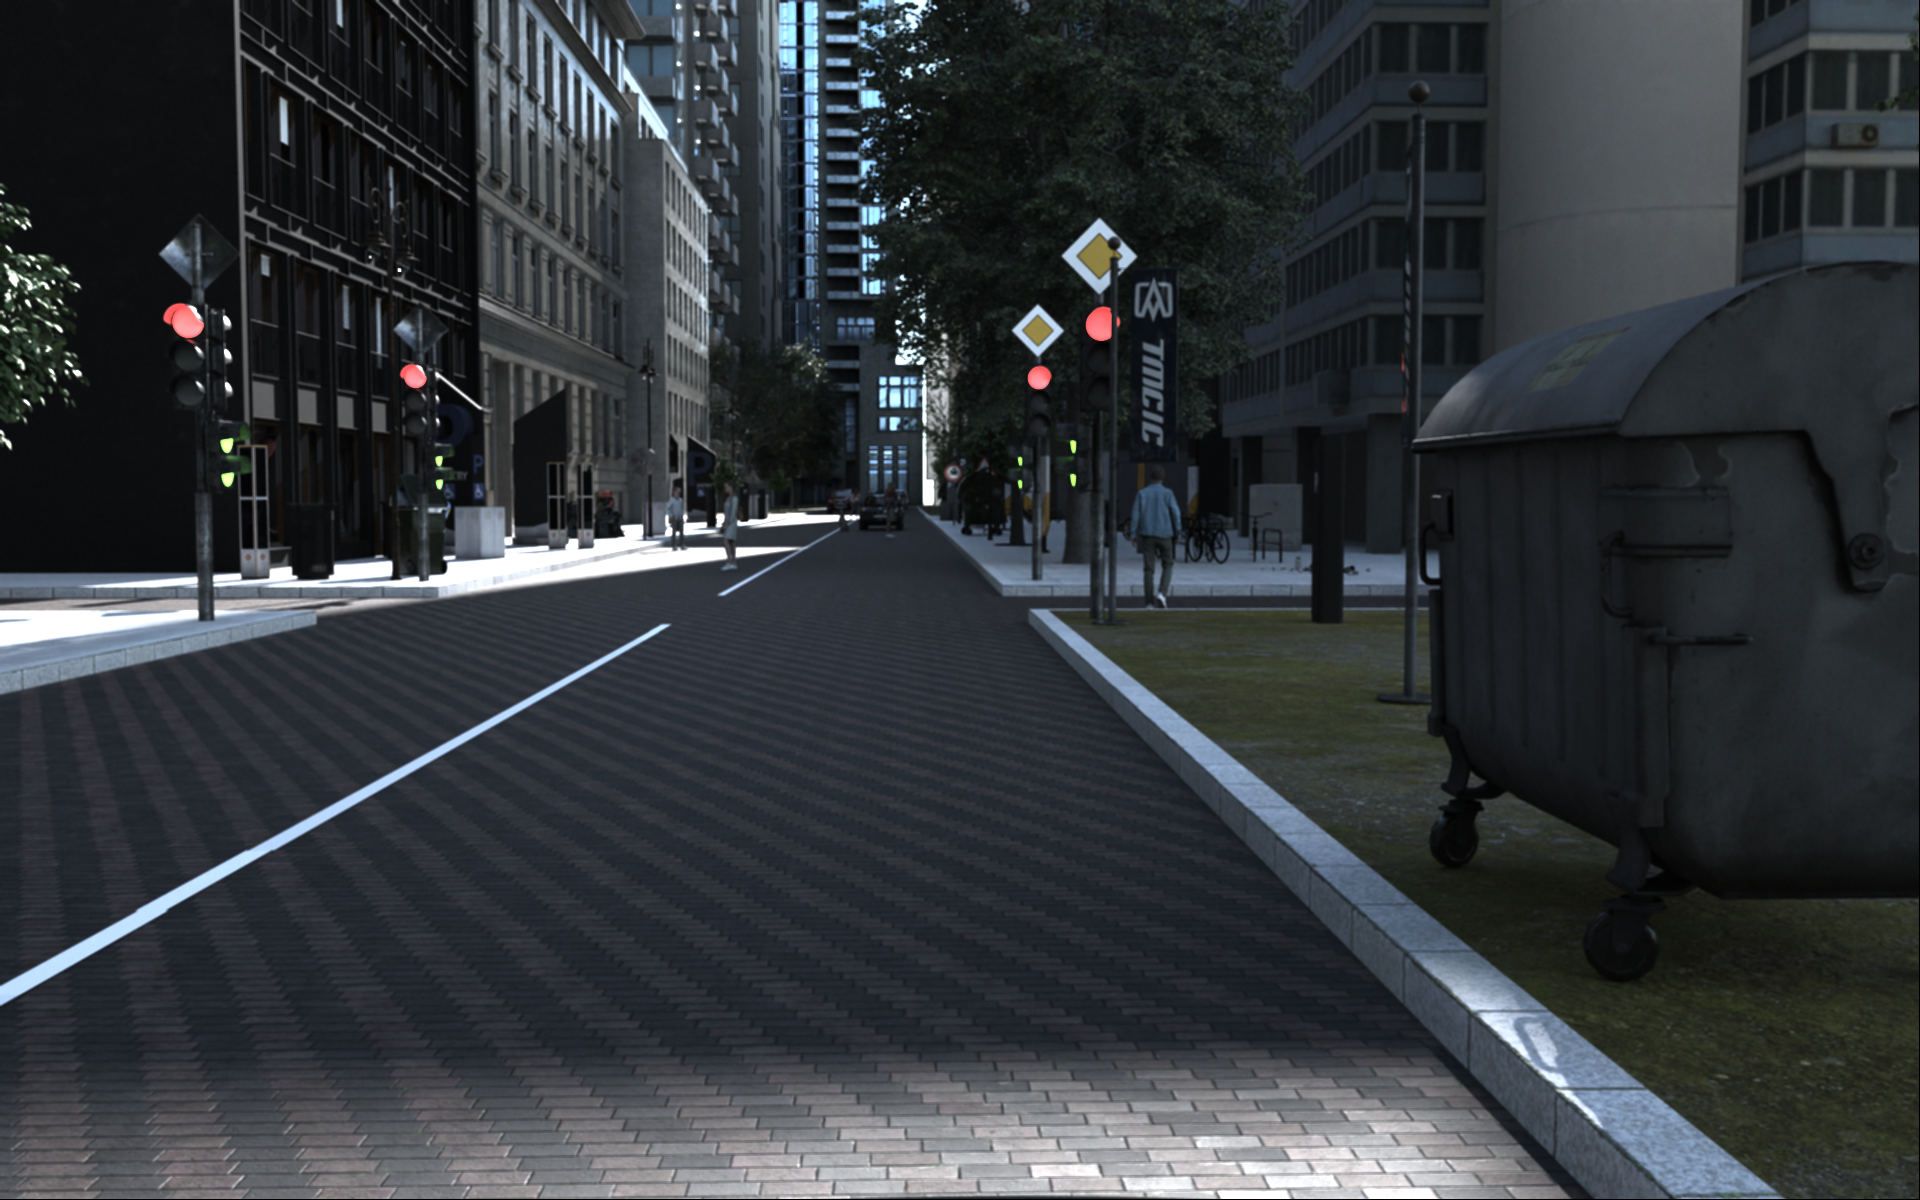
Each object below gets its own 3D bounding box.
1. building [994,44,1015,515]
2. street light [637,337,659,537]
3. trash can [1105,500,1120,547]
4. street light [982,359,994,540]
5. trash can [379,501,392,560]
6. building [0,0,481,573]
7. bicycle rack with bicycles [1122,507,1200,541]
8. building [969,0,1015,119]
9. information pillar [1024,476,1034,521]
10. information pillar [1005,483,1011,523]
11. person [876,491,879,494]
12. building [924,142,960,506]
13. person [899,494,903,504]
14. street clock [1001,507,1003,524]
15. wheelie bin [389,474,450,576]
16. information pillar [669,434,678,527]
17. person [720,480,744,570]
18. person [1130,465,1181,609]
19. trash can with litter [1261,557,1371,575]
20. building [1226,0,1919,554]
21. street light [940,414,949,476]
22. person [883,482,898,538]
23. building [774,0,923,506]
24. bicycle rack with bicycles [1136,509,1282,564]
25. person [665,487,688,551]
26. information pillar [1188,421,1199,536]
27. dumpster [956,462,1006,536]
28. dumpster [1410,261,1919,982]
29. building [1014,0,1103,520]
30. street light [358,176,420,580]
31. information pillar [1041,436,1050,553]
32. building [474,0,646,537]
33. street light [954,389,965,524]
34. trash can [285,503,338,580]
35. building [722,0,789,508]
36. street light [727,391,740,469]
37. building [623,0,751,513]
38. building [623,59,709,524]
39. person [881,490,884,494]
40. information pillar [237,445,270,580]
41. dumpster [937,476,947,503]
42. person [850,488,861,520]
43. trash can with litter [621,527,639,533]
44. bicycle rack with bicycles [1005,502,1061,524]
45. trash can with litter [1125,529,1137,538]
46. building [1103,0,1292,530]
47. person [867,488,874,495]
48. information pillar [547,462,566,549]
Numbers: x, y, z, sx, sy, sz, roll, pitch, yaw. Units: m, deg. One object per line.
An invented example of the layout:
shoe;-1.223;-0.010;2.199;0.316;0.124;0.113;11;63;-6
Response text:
building;8.947;-20.984;114.793;14.160;30.474;14.107;0;4;-2
street light;-9.190;-4.799;51.245;0.468;5.910;1.993;0;4;-2
trash can;3.485;-1.844;41.797;0.748;1.137;0.748;0;3;0
street light;0.842;-4.612;48.202;0.468;5.910;1.993;0;4;-2
trash can;-11.033;-1.370;34.060;0.748;1.137;0.748;0;3;0
building;-17.987;-12.567;35.144;12.332;23.373;15.834;0;4;-2
bicycle rack with bicycles;5.833;-2.121;48.064;2.925;0.926;2.852;-1;4;-22
building;7.524;-28.083;142.753;14.154;41.232;14.086;0;4;-2
information pillar;3.293;-5.583;82.632;0.504;3.616;0.183;-1;4;-8
information pillar;2.108;-5.301;78.027;0.504;3.616;0.183;0;4;-3
person;-7.978;-9.676;167.364;0.551;1.740;0.621;3;4;37
building;3.084;-31.249;194.522;14.086;41.232;14.154;0;4;-2
person;-5.413;-8.858;156.544;0.599;1.433;0.991;0;4;5
street clock;1.728;-4.214;73.462;0.358;2.002;0.471;0;4;-7
wheelie bin;-8.618;-1.200;27.531;0.693;1.594;0.980;3;5;42
information pillar;-11.116;-4.643;67.274;0.183;3.616;0.504;-3;5;-44
person;-4.363;-1.434;32.948;0.522;1.701;0.512;-2;4;-24
person;2.385;-0.750;21.105;0.601;1.785;0.444;1;4;14
trash can with litter;5.952;-1.063;28.439;1.678;1.210;2.233;0;4;-2
building;19.834;-21.408;41.898;23.993;40.220;32.217;0;4;-2
street light;-0.906;-7.810;100.477;0.468;5.910;1.993;0;4;-2
person;-2.280;-2.984;57.265;0.573;1.828;0.580;-2;4;-28
building;-19.825;-54.070;196.709;31.000;86.520;22.319;0;4;-2
bicycle rack with bicycles;4.967;-1.201;33.014;2.852;0.926;2.925;0;4;1
person;-7.204;-2.061;44.013;0.589;1.601;0.330;-3;5;-39
information pillar;6.961;-3.694;51.749;0.183;3.616;0.504;-1;4;-23
dumpster;0.663;-3.165;54.249;1.502;2.255;1.985;0;4;-2
dumpster;2.229;0.033;5.217;1.264;1.857;1.865;0;4;-2
building;10.191;-26.927;90.361;14.600;45.320;14.200;0;4;-2
street light;-8.399;-3.231;25.621;0.468;5.910;1.993;0;4;-2
information pillar;1.850;-2.837;37.735;0.183;3.616;0.504;-1;4;-12
building;-20.850;-13.778;58.550;16.112;22.955;30.059;0;4;-2
street light;-0.016;-6.221;74.501;0.468;5.910;1.993;0;4;-2
trash can;-9.757;-0.883;26.098;0.748;1.137;0.748;0;3;0
building;-30.181;-34.763;157.612;27.495;52.752;28.713;0;4;-2
street light;-10.021;-6.351;76.622;0.468;5.910;1.993;0;4;-2
building;-26.617;-30.269;114.513;23.786;49.044;30.456;0;4;-2
building;-18.173;-13.941;82.689;10.420;20.320;16.860;0;4;-2
person;-6.678;-8.578;149.428;1.217;1.739;0.721;0;4;3
information pillar;-10.634;-1.321;26.085;0.304;2.012;0.304;1;4;19
dumpster;-0.366;-5.171;87.034;1.502;2.255;1.985;0;4;-2
person;-5.936;-5.415;97.626;0.593;1.750;0.643;-2;4;-29
trash can with litter;-11.650;-2.873;58.028;1.678;1.210;2.233;-1;4;-13
bicycle rack with bicycles;3.341;-3.862;76.530;2.925;0.926;2.852;-3;4;-38
trash can with litter;5.282;-2.407;50.735;1.055;1.170;0.624;3;5;40
building;12.408;-18.169;68.763;14.160;30.474;14.107;0;4;-2
person;-5.256;-5.713;102.364;0.683;1.767;0.568;1;4;17
information pillar;-9.376;-2.188;40.265;0.304;2.012;0.304;1;4;18
